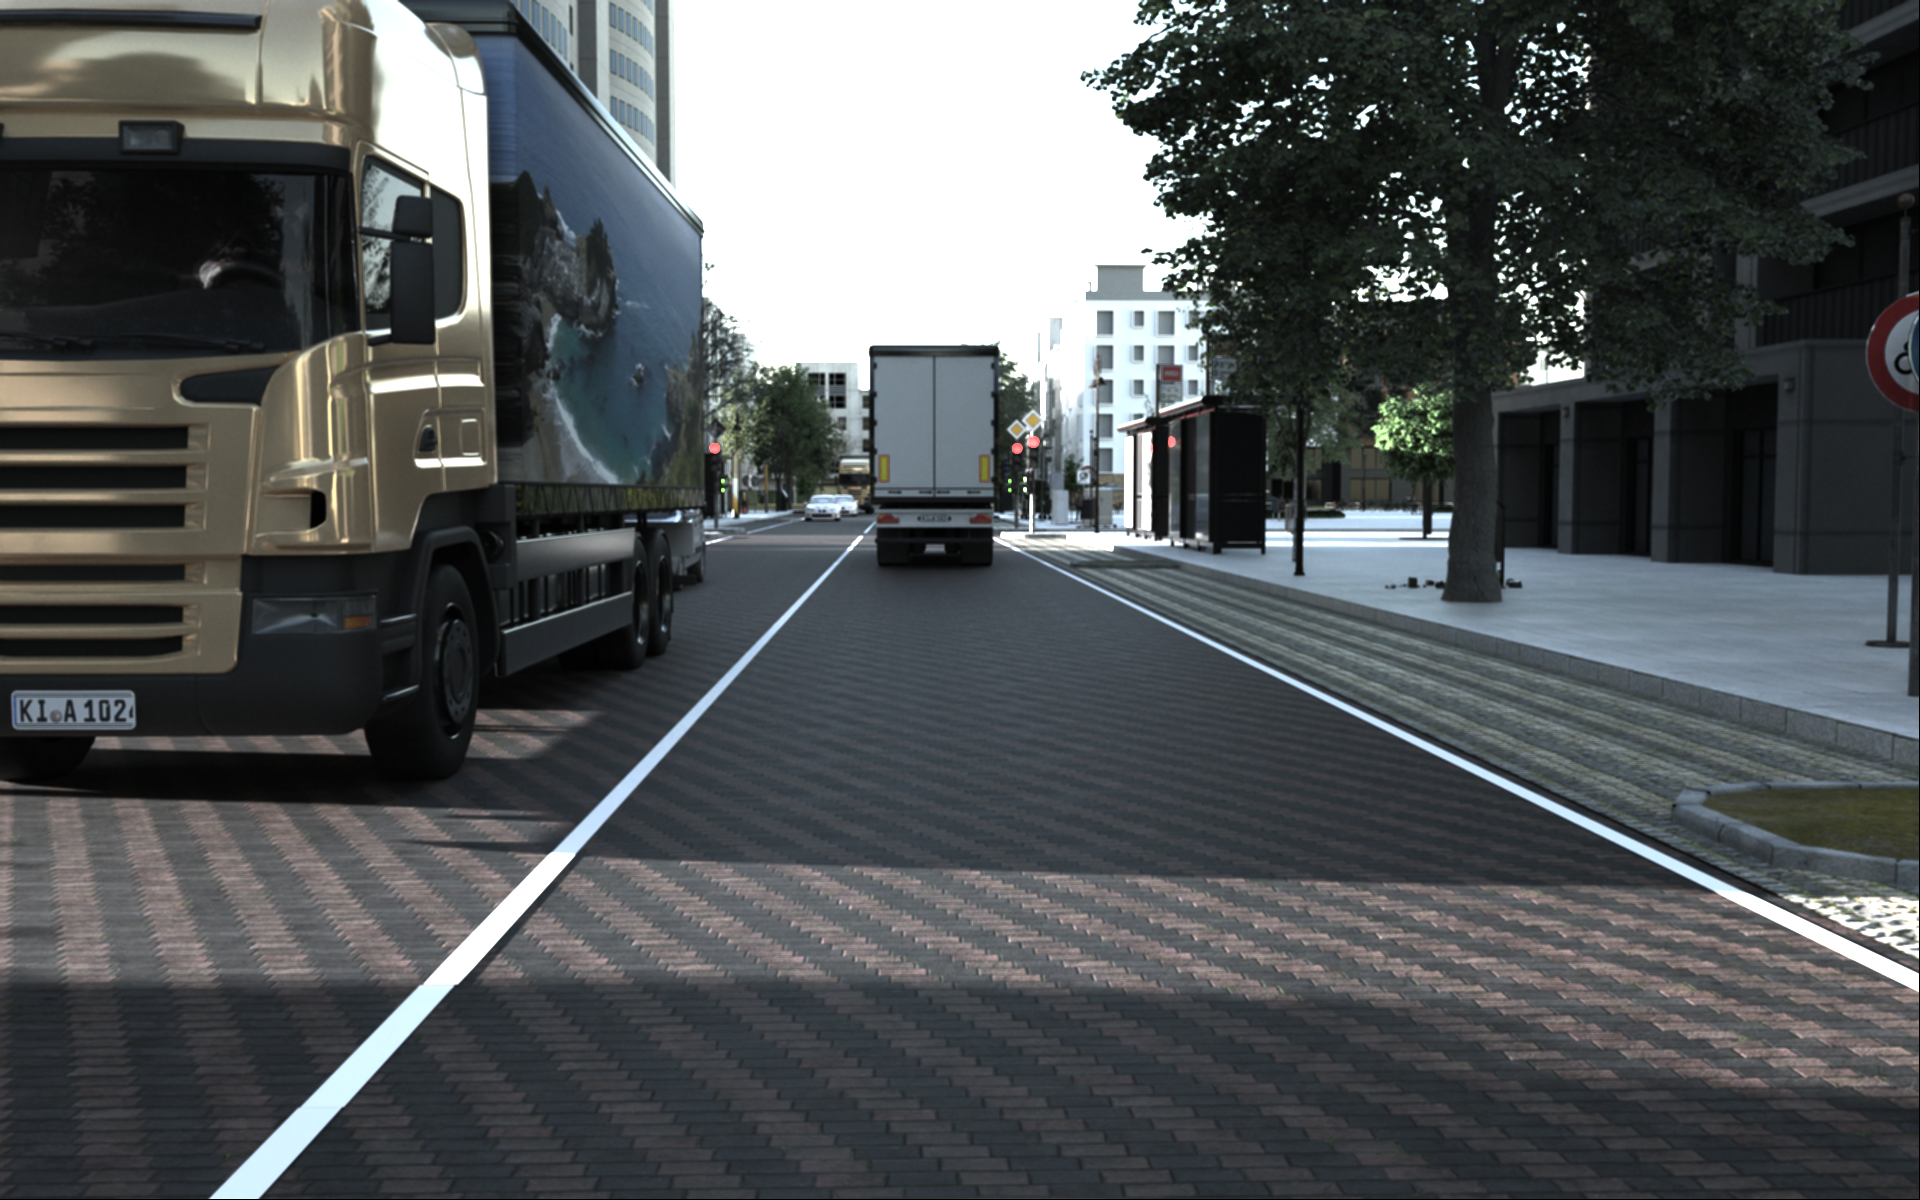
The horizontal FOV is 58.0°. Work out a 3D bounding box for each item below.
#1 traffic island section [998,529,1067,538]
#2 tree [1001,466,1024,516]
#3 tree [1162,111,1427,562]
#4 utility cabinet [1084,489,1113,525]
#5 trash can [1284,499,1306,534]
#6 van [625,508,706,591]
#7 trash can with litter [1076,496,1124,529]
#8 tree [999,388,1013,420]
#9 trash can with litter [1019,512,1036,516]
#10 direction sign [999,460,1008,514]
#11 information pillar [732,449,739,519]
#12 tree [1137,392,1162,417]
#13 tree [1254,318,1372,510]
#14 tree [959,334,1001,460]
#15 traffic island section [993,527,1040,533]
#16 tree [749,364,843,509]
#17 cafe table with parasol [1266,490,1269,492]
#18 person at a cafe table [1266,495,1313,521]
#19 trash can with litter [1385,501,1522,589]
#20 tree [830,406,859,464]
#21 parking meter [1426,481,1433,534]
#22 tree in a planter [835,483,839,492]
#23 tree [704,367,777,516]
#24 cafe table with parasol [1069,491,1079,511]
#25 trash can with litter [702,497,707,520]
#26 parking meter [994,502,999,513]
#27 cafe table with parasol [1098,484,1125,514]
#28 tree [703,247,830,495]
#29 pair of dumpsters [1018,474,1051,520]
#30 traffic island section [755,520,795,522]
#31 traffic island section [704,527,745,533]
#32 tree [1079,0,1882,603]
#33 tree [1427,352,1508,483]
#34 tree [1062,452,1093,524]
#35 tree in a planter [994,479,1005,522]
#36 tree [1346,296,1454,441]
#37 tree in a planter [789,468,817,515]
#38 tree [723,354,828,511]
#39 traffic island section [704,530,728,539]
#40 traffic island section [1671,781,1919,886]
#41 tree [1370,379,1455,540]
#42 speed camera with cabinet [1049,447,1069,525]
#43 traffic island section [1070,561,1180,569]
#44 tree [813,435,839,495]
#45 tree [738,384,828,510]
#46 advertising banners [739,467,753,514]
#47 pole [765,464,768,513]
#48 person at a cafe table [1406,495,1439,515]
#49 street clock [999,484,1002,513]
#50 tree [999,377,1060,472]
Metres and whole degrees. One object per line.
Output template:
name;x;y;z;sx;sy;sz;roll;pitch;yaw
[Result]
traffic island section;2.414;-2.124;57.014;2.009;0.180;2.903;0;4;-2
tree;3.160;-6.563;101.909;1.663;3.219;1.824;0;3;0
tree;6.162;-5.036;32.700;4.360;8.622;3.978;0;3;0
utility cabinet;5.603;-3.759;70.130;1.173;1.500;0.318;-1;4;-23
trash can;10.733;-2.685;55.558;0.748;1.137;0.748;0;3;0
van;-4.976;-1.218;26.926;2.013;2.044;4.112;0;4;-2
trash can with litter;5.265;-3.311;65.187;2.233;1.210;1.678;-1;4;-19
tree;1.243;-14.139;156.921;9.928;11.665;9.643;0;3;0
trash can with litter;3.888;-5.391;99.537;1.055;1.170;0.624;2;4;26
direction sign;2.776;-7.452;113.830;0.876;3.537;0.379;-2;4;-24
information pillar;-11.711;-6.042;90.133;0.183;3.616;0.504;2;4;24
tree;13.756;-10.343;119.466;4.360;8.622;3.978;0;3;0
tree;20.948;-11.411;104.695;7.486;12.596;7.792;0;3;0
tree;1.725;-14.121;137.530;9.857;13.997;8.962;0;3;0
traffic island section;2.144;-2.612;64.995;2.009;0.180;2.903;0;4;-2
tree;-15.075;-14.211;150.468;7.486;12.596;7.792;0;3;0
cafe table with parasol;23.432;-8.159;138.269;2.610;1.966;2.610;0;4;-1
person at a cafe table;15.562;-4.375;82.391;1.726;1.238;1.698;-2;4;-35
trash can with litter;6.850;-0.787;23.926;2.233;1.210;1.678;-1;4;-9
tree;-17.179;-18.435;211.783;12.009;13.543;11.850;0;3;0
parking meter;14.953;-3.038;55.386;0.255;1.863;0.399;1;4;9
tree in a planter;-13.145;-12.021;193.769;1.991;3.239;1.994;0;4;-2
tree;-12.970;-9.174;100.355;4.737;8.622;4.395;0;3;0
cafe table with parasol;8.305;-7.699;130.742;2.610;1.966;2.610;-2;4;-30
trash can with litter;-13.031;-4.539;85.592;1.055;1.170;0.624;0;4;6
parking meter;2.540;-6.821;119.936;0.372;1.533;0.369;0;3;0
cafe table with parasol;9.786;-6.562;112.149;2.610;1.966;2.610;1;4;14
tree;-12.977;-10.360;79.760;12.009;13.543;11.850;0;3;0
pair of dumpsters;3.821;-5.191;87.369;1.574;2.255;4.437;0;4;-2
traffic island section;-9.658;-4.132;90.426;1.991;0.108;1.994;0;4;-2
traffic island section;-9.111;-2.590;64.622;2.009;0.180;2.903;0;4;-2
tree;6.047;-6.953;20.336;9.857;13.997;8.962;0;3;0
tree;20.881;-7.479;72.641;4.360;8.622;3.978;0;3;0
tree;4.794;-4.936;75.305;1.663;3.219;1.824;0;3;0
tree in a planter;1.305;-5.647;89.550;1.991;3.239;1.994;0;4;-2
tree;21.715;-9.000;81.564;7.601;10.594;8.767;-1;4;-10
tree in a planter;-10.567;-7.342;117.259;1.991;3.239;1.994;0;4;-2
tree;-13.738;-12.495;130.045;9.928;11.665;9.643;0;3;0
traffic island section;-8.842;-2.102;56.641;2.009;0.180;2.903;0;4;-2
traffic island section;4.087;0.961;7.147;1.991;0.108;1.994;0;4;-2
tree;13.259;-4.002;49.142;4.285;4.588;4.351;0;3;0
speed camera with cabinet;4.160;-4.794;72.719;0.660;3.252;2.038;0;4;-4
traffic island section;3.186;-0.686;34.075;1.991;0.108;1.994;0;4;-2
tree;-15.798;-15.125;197.652;4.360;8.622;3.978;0;3;0
tree;-14.072;-12.562;139.798;7.601;10.594;8.767;1;4;21
advertising banners;-14.021;-7.109;112.418;0.090;3.025;2.074;2;4;27
pole;-13.203;-7.596;118.040;0.158;3.312;0.155;0;3;0
person at a cafe table;28.624;-5.950;108.143;1.698;1.238;1.726;-2;4;-30
street clock;2.792;-7.094;120.561;0.358;2.002;0.471;-1;4;-18
tree;3.842;-9.696;108.893;4.360;8.622;3.978;0;3;0
